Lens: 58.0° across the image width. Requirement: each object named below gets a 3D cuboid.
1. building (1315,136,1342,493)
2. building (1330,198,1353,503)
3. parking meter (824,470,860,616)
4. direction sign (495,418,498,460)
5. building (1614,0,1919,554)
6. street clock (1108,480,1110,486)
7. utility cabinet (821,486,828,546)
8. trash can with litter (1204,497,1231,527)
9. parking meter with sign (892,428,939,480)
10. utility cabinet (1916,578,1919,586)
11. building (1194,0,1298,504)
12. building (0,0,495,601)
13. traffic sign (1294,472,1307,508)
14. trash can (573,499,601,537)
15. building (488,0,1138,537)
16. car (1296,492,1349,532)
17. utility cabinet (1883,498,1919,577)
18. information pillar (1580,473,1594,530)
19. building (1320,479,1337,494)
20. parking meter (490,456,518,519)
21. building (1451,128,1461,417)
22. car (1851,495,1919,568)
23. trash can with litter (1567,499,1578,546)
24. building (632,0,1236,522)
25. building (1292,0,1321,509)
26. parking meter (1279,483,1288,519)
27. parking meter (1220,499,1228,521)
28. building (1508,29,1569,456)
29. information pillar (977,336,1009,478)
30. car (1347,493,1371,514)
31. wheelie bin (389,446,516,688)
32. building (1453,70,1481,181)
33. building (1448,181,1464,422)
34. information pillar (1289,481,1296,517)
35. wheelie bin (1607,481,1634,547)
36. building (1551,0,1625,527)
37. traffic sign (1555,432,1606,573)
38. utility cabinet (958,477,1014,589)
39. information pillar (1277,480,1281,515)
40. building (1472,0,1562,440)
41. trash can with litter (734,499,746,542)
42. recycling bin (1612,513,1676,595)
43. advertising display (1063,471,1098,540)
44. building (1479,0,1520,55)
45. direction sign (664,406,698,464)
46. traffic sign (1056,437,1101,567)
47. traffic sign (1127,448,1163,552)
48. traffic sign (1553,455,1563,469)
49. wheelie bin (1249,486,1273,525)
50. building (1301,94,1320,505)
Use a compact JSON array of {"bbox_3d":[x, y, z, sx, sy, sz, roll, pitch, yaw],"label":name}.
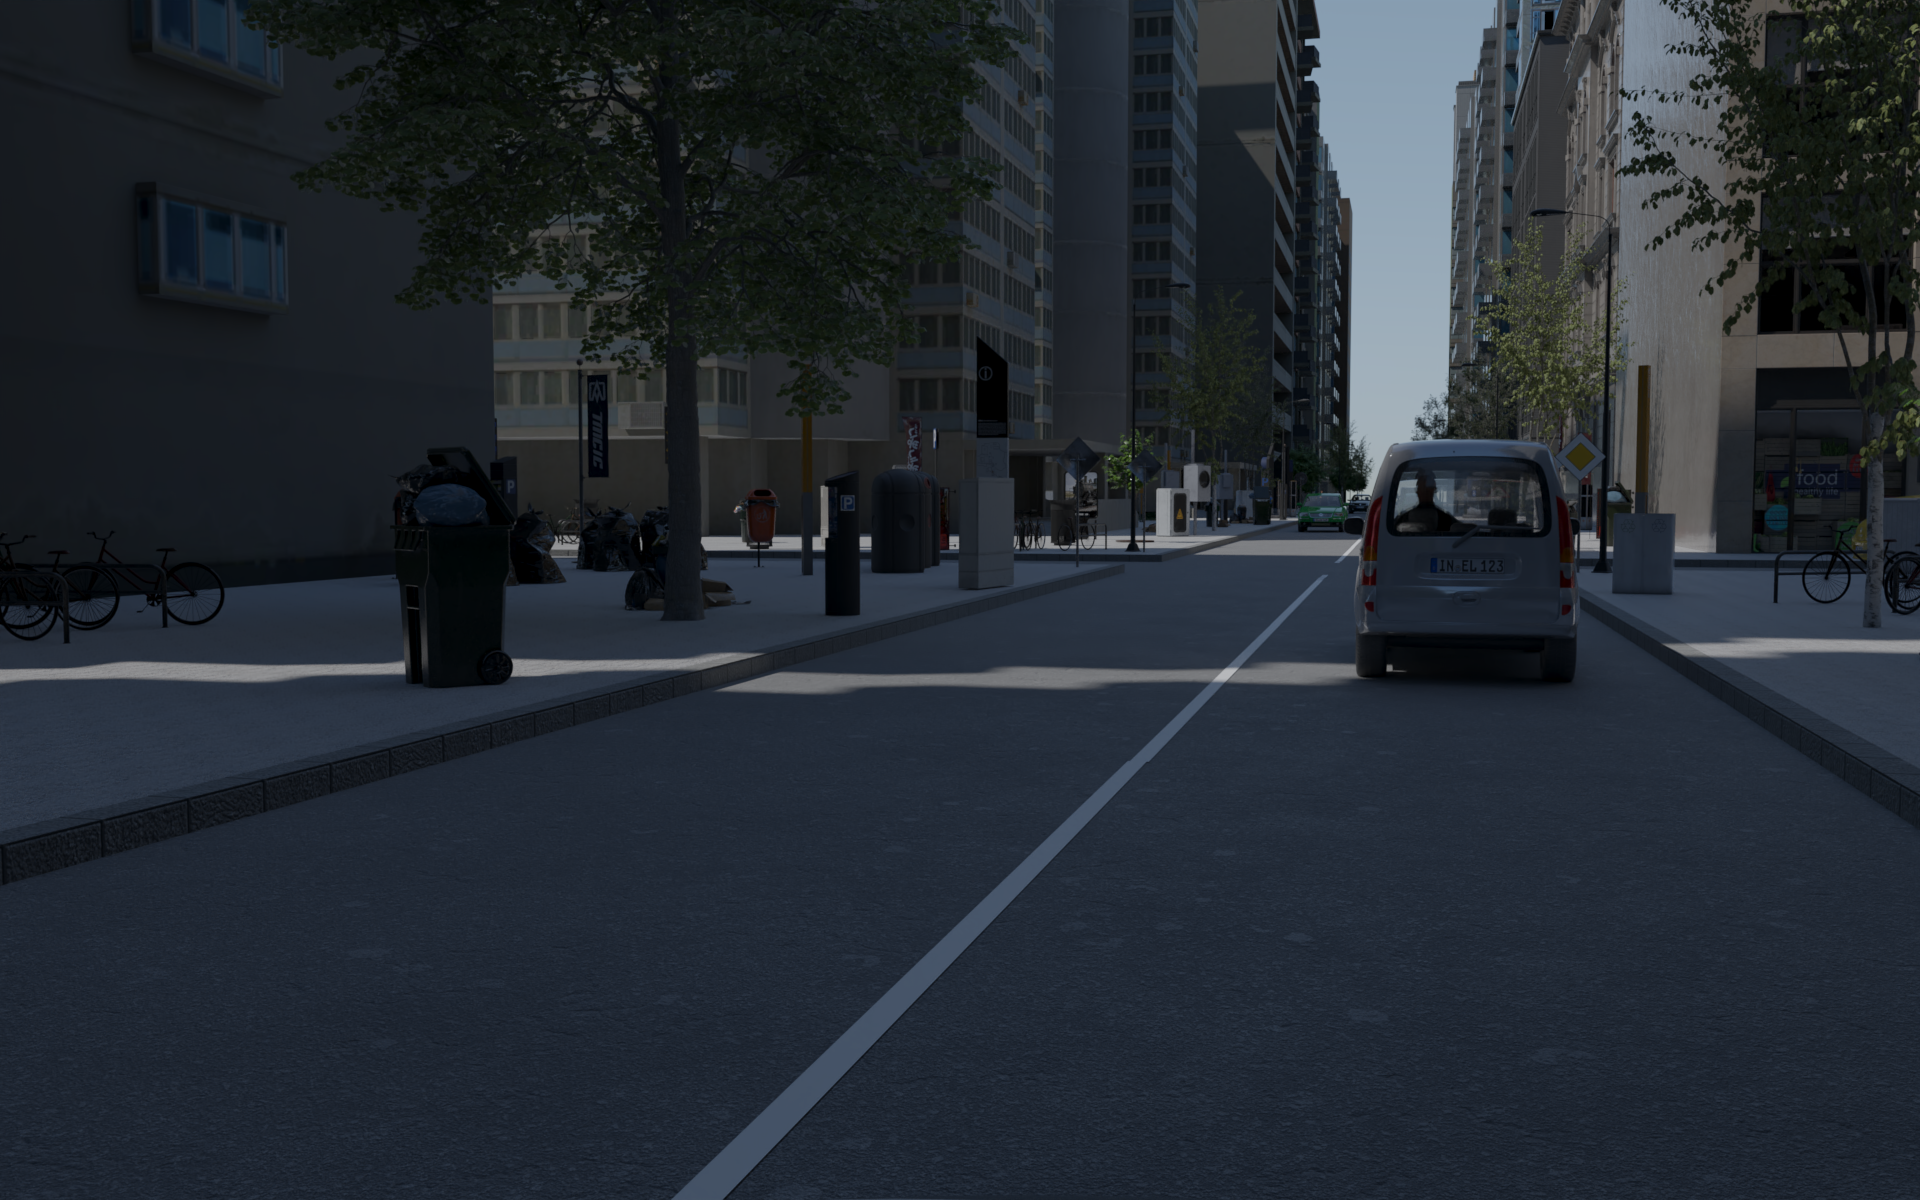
[{"bbox_3d":[39.822,-37.623,234.749,23.786,49.044,30.456,1,4,14],"label":"building"},{"bbox_3d":[50.429,-37.044,255.772,14.600,45.320,14.200,1,4,14],"label":"building"},{"bbox_3d":[-1.245,-0.608,18.346,0.372,1.533,0.369,0,3,0],"label":"parking meter"},{"bbox_3d":[-14.225,-3.646,51.614,0.876,3.537,0.379,-1,4,-15],"label":"direction sign"},{"bbox_3d":[35.134,-14.498,41.558,34.151,26.468,19.350,1,4,14],"label":"building"},{"bbox_3d":[6.707,-4.353,75.737,0.471,2.002,0.358,2,4,25],"label":"street clock"},{"bbox_3d":[-3.042,-2.011,41.560,0.318,1.500,1.173,-1,4,-21],"label":"utility cabinet"},{"bbox_3d":[9.986,-3.401,67.001,1.055,1.170,0.624,3,5,40],"label":"trash can with litter"},{"bbox_3d":[-1.445,-3.032,45.832,1.738,3.016,0.543,0,4,-8],"label":"parking meter with sign"},{"bbox_3d":[13.838,-0.800,24.244,1.020,1.237,0.306,-2,4,-29],"label":"utility cabinet"},{"bbox_3d":[12.518,-30.595,123.929,21.300,48.544,21.600,1,4,14],"label":"building"},{"bbox_3d":[-21.015,-24.330,21.495,21.600,48.544,21.300,1,4,14],"label":"building"},{"bbox_3d":[19.905,-6.188,101.272,0.768,2.556,0.104,1,4,23],"label":"traffic sign"},{"bbox_3d":[-10.336,-2.222,47.991,0.748,1.137,0.748,0,3,0],"label":"trash can"},{"bbox_3d":[-10.481,-22.669,62.513,32.217,40.220,23.993,1,4,14],"label":"building"},{"bbox_3d":[13.934,-3.525,66.437,1.959,1.807,4.718,1,4,14],"label":"car"},{"bbox_3d":[15.207,-1.017,27.790,1.020,1.237,0.306,0,4,5],"label":"utility cabinet"},{"bbox_3d":[22.241,-3.484,61.459,0.304,2.012,0.304,-2,4,-29],"label":"information pillar"},{"bbox_3d":[29.300,-31.652,209.390,32.217,40.220,23.993,1,4,14],"label":"building"},{"bbox_3d":[-7.053,-1.289,26.793,0.255,1.863,0.399,2,4,25],"label":"parking meter"},{"bbox_3d":[69.766,-35.723,203.671,23.786,49.044,30.456,1,4,14],"label":"building"},{"bbox_3d":[17.947,-1.237,30.452,3.980,1.641,2.015,1,4,13],"label":"car"},{"bbox_3d":[14.133,-1.815,41.069,0.624,1.170,1.055,-2,4,-31],"label":"trash can with litter"},{"bbox_3d":[0.918,-25.081,101.959,32.217,40.220,23.993,1,4,14],"label":"building"},{"bbox_3d":[19.220,-30.238,149.017,22.147,44.769,28.867,1,4,14],"label":"building"},{"bbox_3d":[16.642,-5.097,89.042,0.399,1.863,0.255,0,4,5],"label":"parking meter"},{"bbox_3d":[12.577,-4.531,82.492,0.372,1.533,0.369,0,3,0],"label":"parking meter"},{"bbox_3d":[38.002,-18.408,94.485,14.314,27.812,24.014,1,4,14],"label":"building"},{"bbox_3d":[0.468,-2.096,25.620,0.504,3.616,0.183,1,4,13],"label":"information pillar"},{"bbox_3d":[29.343,-7.143,126.570,2.009,1.686,4.222,1,4,15],"label":"car"},{"bbox_3d":[-3.424,-0.231,11.680,0.693,1.594,0.980,-3,5,-39],"label":"wheelie bin"},{"bbox_3d":[80.445,-43.021,245.389,21.231,58.520,28.212,1,4,14],"label":"building"},{"bbox_3d":[71.196,-33.205,226.494,14.154,41.232,14.086,1,4,14],"label":"building"},{"bbox_3d":[18.329,-5.558,95.362,0.304,2.012,0.304,0,4,-3],"label":"information pillar"},{"bbox_3d":[16.058,-2.105,42.324,0.693,1.594,0.980,1,4,13],"label":"wheelie bin"},{"bbox_3d":[32.265,-17.349,71.053,14.401,28.519,23.554,1,4,14],"label":"building"},{"bbox_3d":[10.089,-1.503,28.223,0.795,2.450,0.064,1,4,14],"label":"traffic sign"},{"bbox_3d":[0.355,-0.915,23.631,0.318,1.500,1.173,2,4,26],"label":"utility cabinet"},{"bbox_3d":[17.268,-5.435,93.350,0.304,2.012,0.304,0,4,-1],"label":"information pillar"},{"bbox_3d":[51.348,-50.014,130.399,22.319,86.520,31.000,1,4,14],"label":"building"},{"bbox_3d":[-5.529,-2.117,45.998,0.624,1.170,1.055,1,4,15],"label":"trash can with litter"},{"bbox_3d":[8.879,-0.607,22.481,0.722,1.027,0.722,2,4,24],"label":"recycling bin"},{"bbox_3d":[3.403,-2.663,48.760,0.974,1.923,0.123,0,4,-7],"label":"advertising display"},{"bbox_3d":[59.663,-33.137,161.400,23.786,49.044,30.456,1,4,14],"label":"building"},{"bbox_3d":[-7.215,-3.237,44.919,0.876,3.537,0.379,-1,4,-21],"label":"direction sign"},{"bbox_3d":[2.061,-1.631,30.302,0.795,2.450,0.064,1,4,14],"label":"traffic sign"},{"bbox_3d":[4.051,-2.104,38.036,0.795,2.450,0.064,1,4,14],"label":"traffic sign"},{"bbox_3d":[12.079,-1.976,35.957,0.795,2.450,0.064,1,4,14],"label":"traffic sign"},{"bbox_3d":[12.856,-4.013,73.517,0.693,1.594,0.980,-2,4,-27],"label":"wheelie bin"},{"bbox_3d":[27.496,-29.724,169.580,14.154,41.232,14.086,1,4,14],"label":"building"}]
